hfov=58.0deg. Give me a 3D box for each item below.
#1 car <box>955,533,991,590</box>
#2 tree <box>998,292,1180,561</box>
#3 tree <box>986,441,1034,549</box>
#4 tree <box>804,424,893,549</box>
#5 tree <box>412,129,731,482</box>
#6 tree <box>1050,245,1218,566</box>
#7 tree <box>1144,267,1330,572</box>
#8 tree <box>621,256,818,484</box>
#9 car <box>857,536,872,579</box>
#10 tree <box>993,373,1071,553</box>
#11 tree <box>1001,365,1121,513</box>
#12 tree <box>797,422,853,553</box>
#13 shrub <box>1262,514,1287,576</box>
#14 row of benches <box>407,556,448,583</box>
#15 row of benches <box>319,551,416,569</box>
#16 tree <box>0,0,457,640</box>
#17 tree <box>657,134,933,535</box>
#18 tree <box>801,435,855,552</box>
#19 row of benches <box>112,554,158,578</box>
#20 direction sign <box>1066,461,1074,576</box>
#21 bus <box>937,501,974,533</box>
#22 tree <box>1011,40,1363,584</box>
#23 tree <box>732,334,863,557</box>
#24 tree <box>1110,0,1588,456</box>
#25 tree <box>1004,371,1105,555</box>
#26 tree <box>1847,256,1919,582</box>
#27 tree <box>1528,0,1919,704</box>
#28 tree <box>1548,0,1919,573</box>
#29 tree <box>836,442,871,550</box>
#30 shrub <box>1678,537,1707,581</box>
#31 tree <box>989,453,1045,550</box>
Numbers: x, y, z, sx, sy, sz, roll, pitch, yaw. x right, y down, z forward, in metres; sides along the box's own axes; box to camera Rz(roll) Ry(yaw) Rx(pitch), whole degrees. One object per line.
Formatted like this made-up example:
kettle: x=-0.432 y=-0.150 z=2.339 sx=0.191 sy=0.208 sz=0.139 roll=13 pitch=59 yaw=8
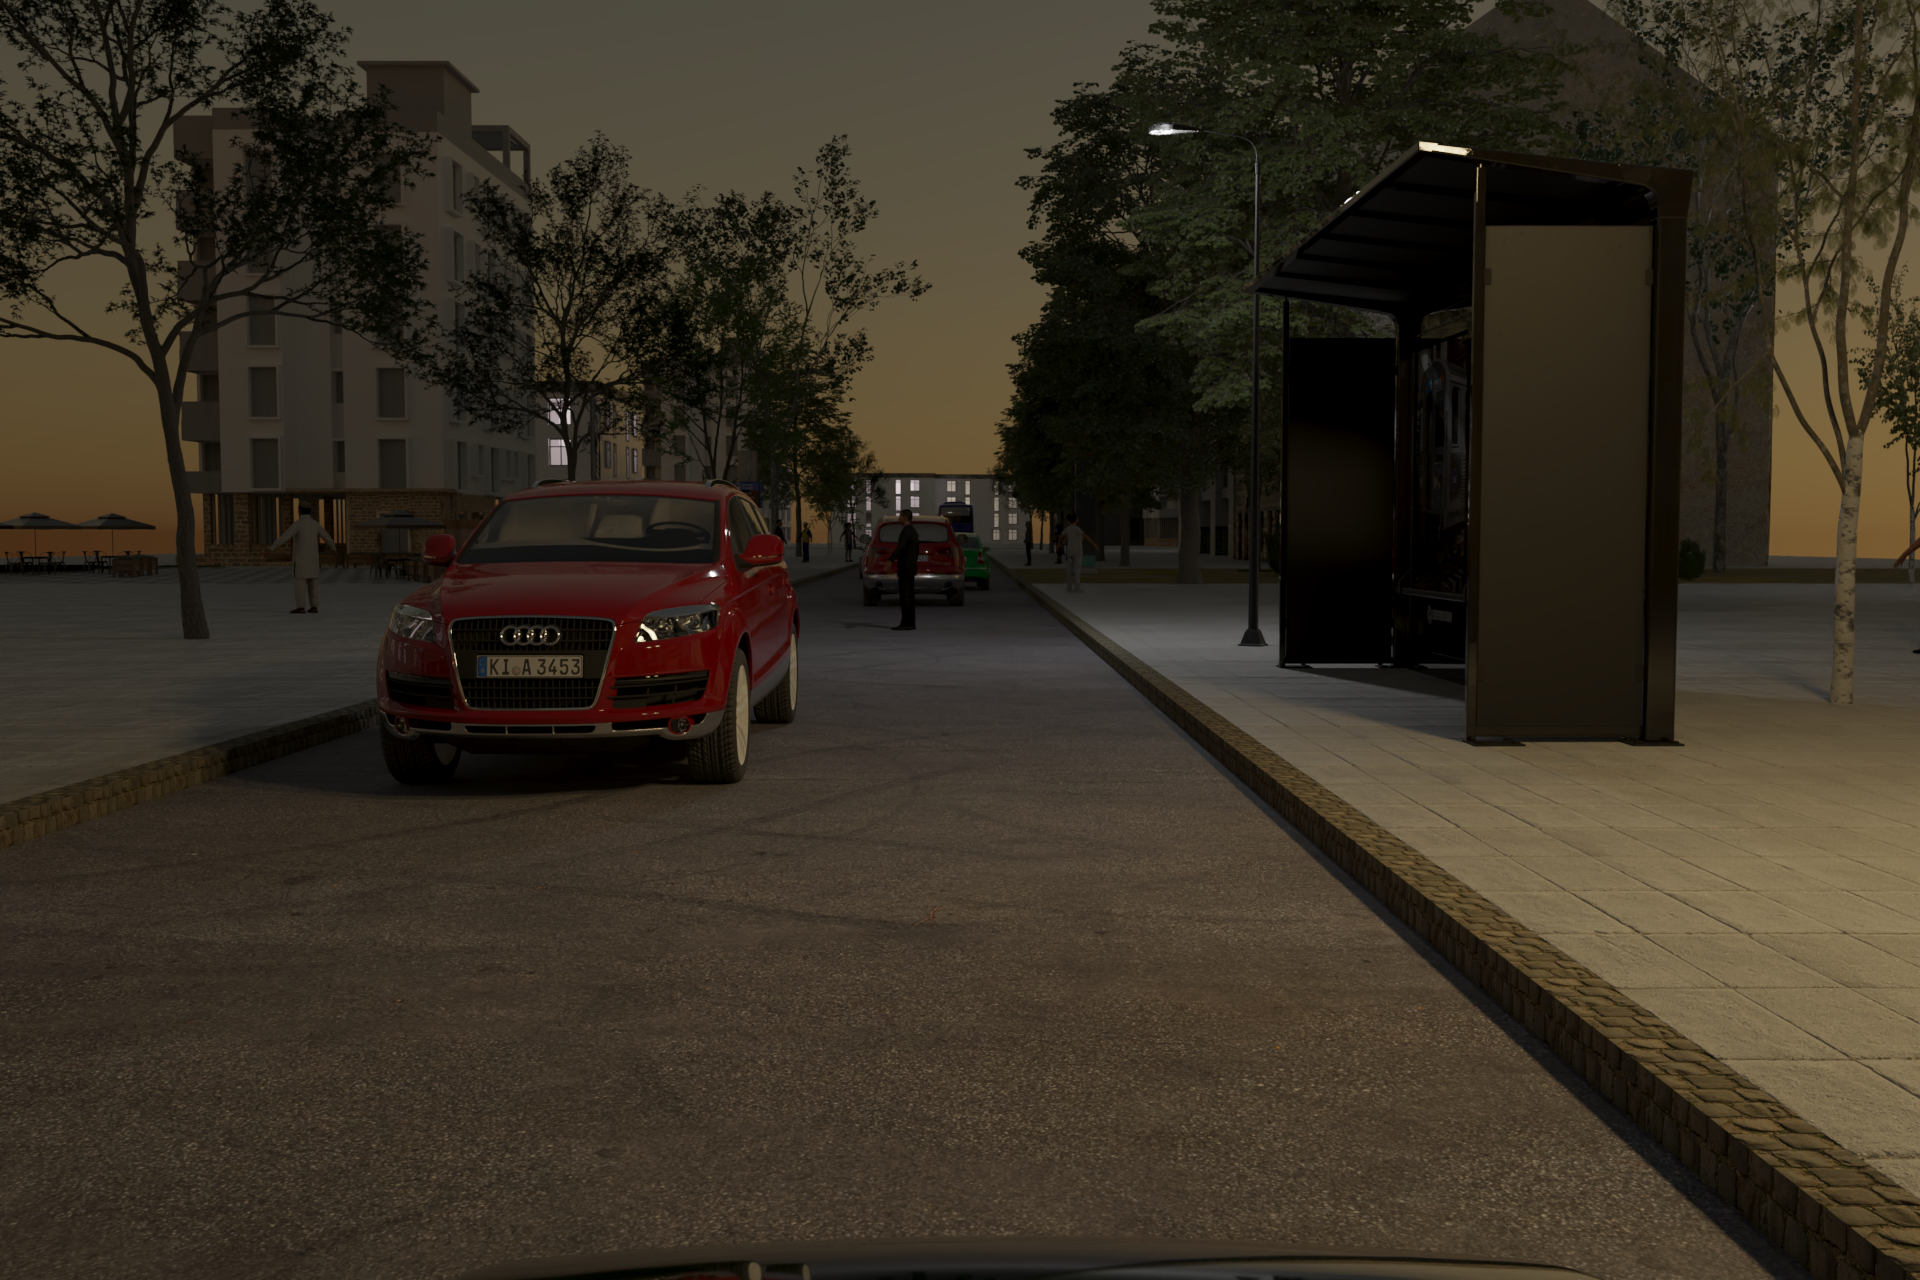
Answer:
car: x=-0.153 y=-2.245 z=45.499 sx=1.959 sy=1.807 sz=4.718 roll=0 pitch=4 yaw=-1
tree: x=6.664 y=-10.717 z=81.884 sx=9.857 sy=13.997 sz=8.962 roll=0 pitch=3 yaw=0
tree: x=6.140 y=-12.913 z=145.545 sx=8.767 sy=10.594 sz=7.601 roll=1 pitch=4 yaw=9
tree: x=-9.033 y=-12.821 z=144.030 sx=7.601 sy=10.594 sz=8.767 roll=2 pitch=4 yaw=25
tree: x=-8.600 y=-6.411 z=39.235 sx=7.601 sy=10.594 sz=8.767 roll=-3 pitch=4 yaw=-38
tree: x=6.900 y=-9.205 z=68.626 sx=7.486 sy=12.596 sz=7.792 roll=0 pitch=3 yaw=0
tree: x=9.996 y=-8.142 z=58.872 sx=9.928 sy=11.665 sz=9.643 roll=0 pitch=3 yaw=0
tree: x=-9.139 y=-8.547 z=65.499 sx=9.928 sy=11.665 sz=9.643 roll=0 pitch=3 yaw=0
car: x=-2.359 y=-2.746 z=56.905 sx=2.014 sy=1.417 sz=4.499 roll=0 pitch=3 yaw=0
tree: x=5.686 y=-12.041 z=115.002 sx=7.486 sy=12.596 sz=7.792 roll=0 pitch=3 yaw=0
tree: x=5.934 y=-10.813 z=94.926 sx=7.486 sy=12.596 sz=7.792 roll=0 pitch=3 yaw=0
tree: x=-8.606 y=-10.005 z=113.952 sx=4.360 sy=8.622 sz=3.978 roll=0 pitch=3 yaw=0
shrub: x=10.070 y=-2.972 z=52.639 sx=1.661 sy=2.075 sz=1.752 roll=0 pitch=3 yaw=0
row of benches: x=-14.086 y=-1.882 z=46.226 sx=1.422 sy=0.672 sz=4.104 roll=-2 pitch=4 yaw=-27
row of benches: x=-22.139 y=-2.998 z=64.484 sx=4.104 sy=0.672 sz=1.422 roll=1 pitch=4 yaw=10
tree: x=-9.662 y=-5.296 z=21.003 sx=7.601 sy=10.594 sz=8.767 roll=1 pitch=4 yaw=19
tree: x=-8.088 y=-13.858 z=82.475 sx=12.611 sy=20.169 sz=13.585 roll=0 pitch=3 yaw=0
tree: x=-9.071 y=-10.443 z=121.099 sx=4.737 sy=8.622 sz=4.395 roll=0 pitch=3 yaw=0
row of benches: x=-25.239 y=-2.295 z=52.991 sx=1.422 sy=0.672 sz=4.104 roll=-1 pitch=4 yaw=-15
direction sign: x=3.421 y=-3.710 z=52.650 sx=0.379 sy=3.537 sz=0.876 roll=0 pitch=4 yaw=-1
bus: x=-0.387 y=-8.441 z=129.549 sx=2.896 sy=3.916 sz=12.251 roll=0 pitch=4 yaw=-1
tree: x=5.823 y=-8.409 z=44.137 sx=9.857 sy=13.997 sz=8.962 roll=0 pitch=3 yaw=0
tree: x=-9.585 y=-11.034 z=98.536 sx=7.486 sy=12.596 sz=7.792 roll=0 pitch=3 yaw=0
tree: x=5.623 y=-6.616 z=26.304 sx=7.486 sy=12.596 sz=7.792 roll=0 pitch=3 yaw=0
tree: x=6.371 y=-11.450 z=105.339 sx=7.486 sy=12.596 sz=7.792 roll=0 pitch=3 yaw=0
tree: x=25.545 y=-5.841 z=45.861 sx=4.737 sy=8.622 sz=4.395 roll=0 pitch=3 yaw=0
tree: x=6.685 y=-3.810 z=12.655 sx=4.360 sy=8.622 sz=3.978 roll=0 pitch=3 yaw=0
tree: x=23.729 y=-12.307 z=57.111 sx=12.611 sy=20.169 sz=13.585 roll=0 pitch=3 yaw=0
tree: x=-8.953 y=-11.289 z=134.930 sx=4.737 sy=8.622 sz=4.395 roll=0 pitch=3 yaw=0
shrub: x=20.082 y=-2.242 z=47.769 sx=1.383 sy=1.207 sz=1.383 roll=0 pitch=3 yaw=0
tree: x=6.410 y=-12.392 z=137.014 sx=8.767 sy=10.594 sz=7.601 roll=0 pitch=4 yaw=1
